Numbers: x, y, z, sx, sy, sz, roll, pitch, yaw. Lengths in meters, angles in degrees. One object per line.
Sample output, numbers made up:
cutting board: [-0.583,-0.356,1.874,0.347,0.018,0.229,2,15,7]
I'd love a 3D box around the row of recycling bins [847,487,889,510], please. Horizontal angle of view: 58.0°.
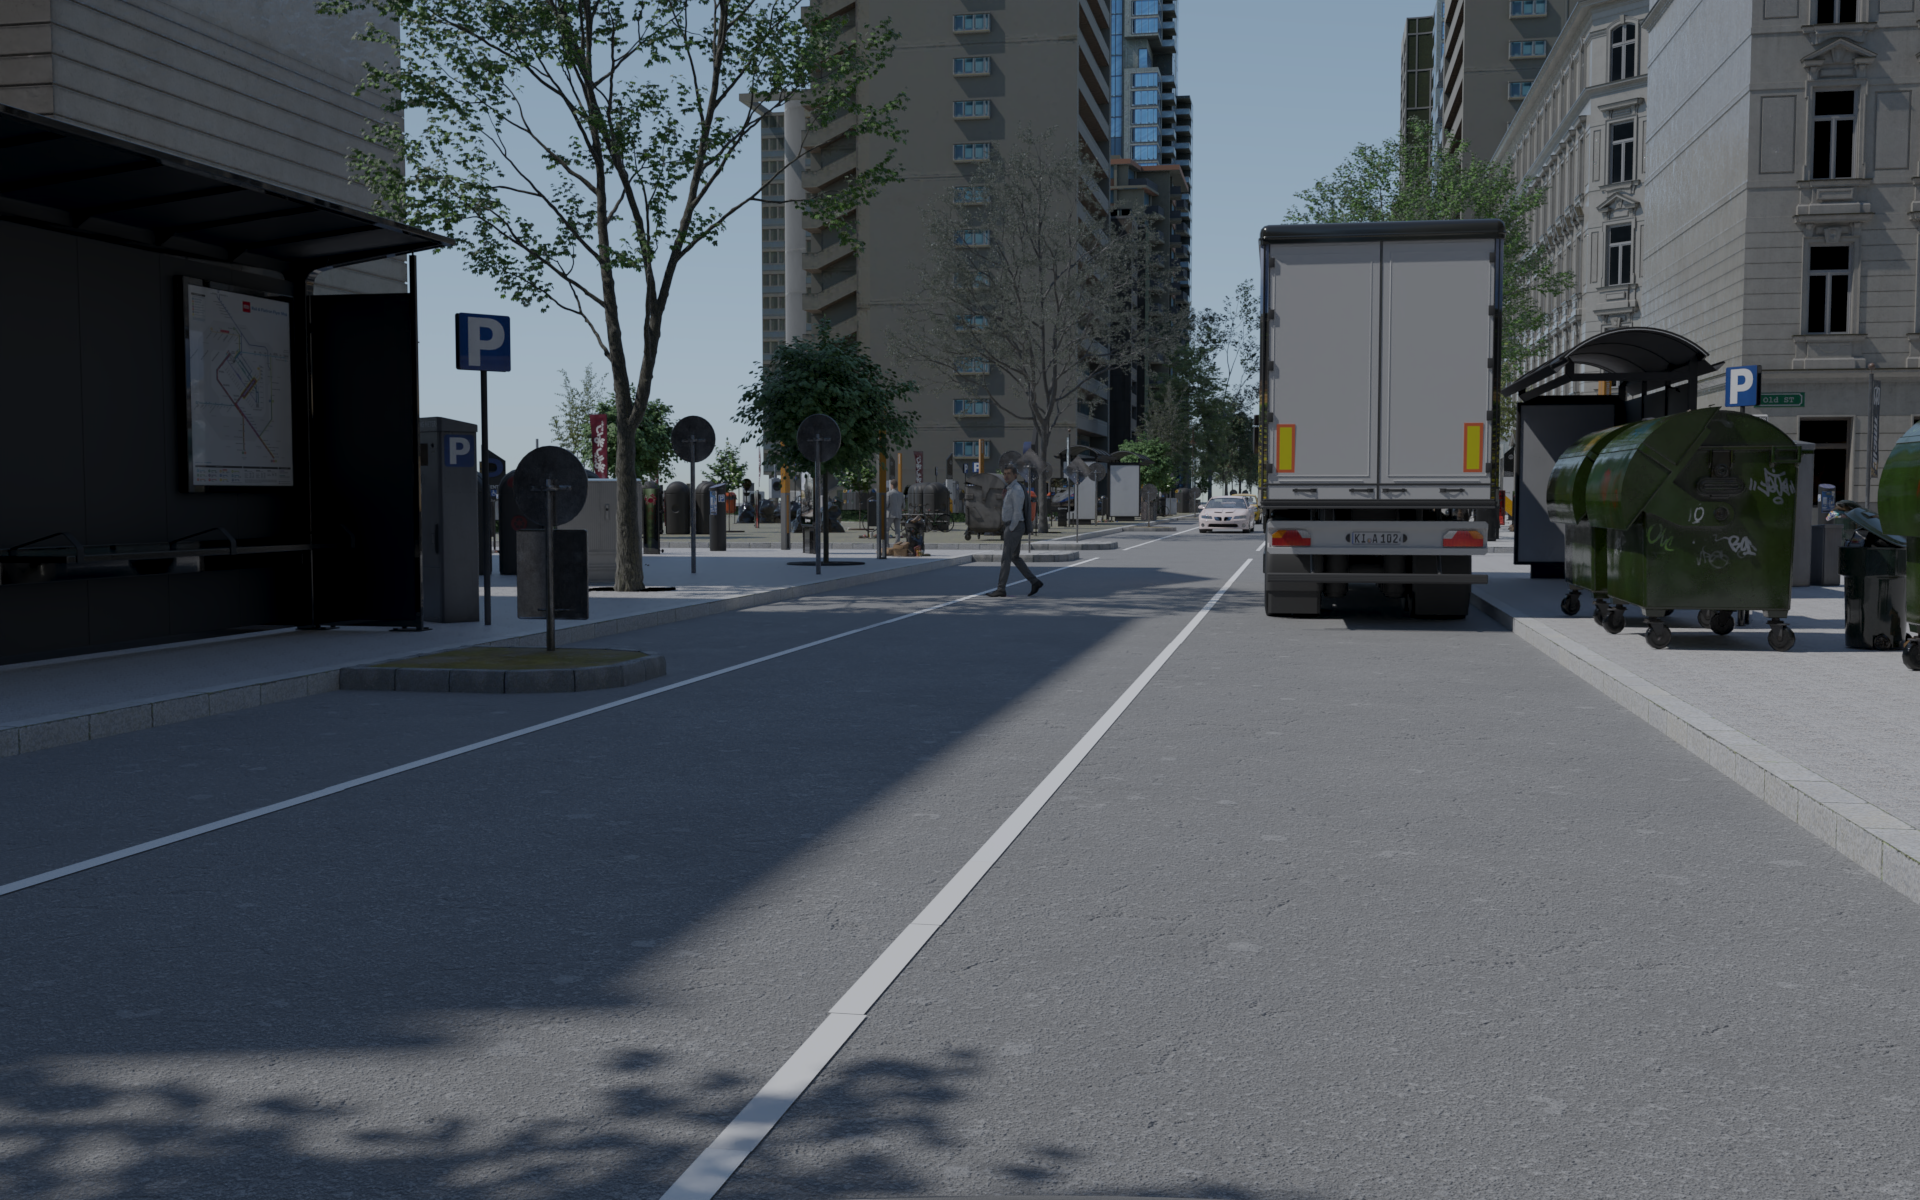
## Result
row of recycling bins: [-5.278,-6.050,106.034,1.069,1.692,3.534,2,4,33]

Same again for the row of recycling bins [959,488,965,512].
row of recycling bins: [1.047,-6.733,117.191,3.534,1.692,1.069,-2,4,-28]

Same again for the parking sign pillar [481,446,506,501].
parking sign pillar: [-25.359,-6.467,94.215,1.447,3.967,1.447,-1,4,-14]

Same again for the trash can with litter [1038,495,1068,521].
trash can with litter: [4.189,-4.722,88.264,2.233,1.210,1.678,-2,4,-25]

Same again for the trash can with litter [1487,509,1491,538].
trash can with litter: [15.086,-2.369,50.127,0.624,1.170,1.055,-1,4,-17]

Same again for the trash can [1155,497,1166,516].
trash can: [11.587,-5.403,99.986,0.748,1.137,0.748,0,3,0]

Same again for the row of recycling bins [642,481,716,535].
row of recycling bins: [-9.379,-2.937,55.130,3.534,1.692,1.069,0,4,2]

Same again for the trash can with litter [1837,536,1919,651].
trash can with litter: [7.784,-0.172,14.194,0.624,1.170,1.055,-3,4,-37]

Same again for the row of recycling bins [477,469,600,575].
row of recycling bins: [-7.441,-1.252,27.585,3.534,1.692,1.069,-1,4,-13]

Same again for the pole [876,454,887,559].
pole: [-1.543,-2.459,34.041,0.158,3.312,0.155,0,3,0]

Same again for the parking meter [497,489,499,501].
parking meter: [-18.677,-3.800,70.546,0.372,1.533,0.369,0,3,0]

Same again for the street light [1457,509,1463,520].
street light: [10.303,-3.839,35.549,0.468,5.910,1.993,1,4,11]

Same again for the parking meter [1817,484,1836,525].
parking meter: [21.143,-2.071,42.276,0.372,1.533,0.369,0,3,0]

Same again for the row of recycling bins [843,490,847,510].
row of recycling bins: [-6.747,-6.328,110.575,1.069,1.692,3.534,-1,4,-15]

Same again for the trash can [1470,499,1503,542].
trash can: [14.323,-2.161,46.992,0.748,1.137,0.748,0,3,0]

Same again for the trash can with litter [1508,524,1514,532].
trash can with litter: [18.855,-2.879,58.460,0.624,1.170,1.055,-1,4,-14]

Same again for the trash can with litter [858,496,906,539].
trash can with litter: [-2.099,-2.405,50.372,2.233,1.210,1.678,-3,5,-41]

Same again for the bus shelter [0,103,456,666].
bus shelter: [-6.095,-1.343,13.236,1.731,3.624,6.357,1,4,11]

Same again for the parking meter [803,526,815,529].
parking meter: [-4.510,-2.643,51.620,0.372,1.533,0.369,0,3,0]

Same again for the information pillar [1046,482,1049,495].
information pillar: [5.227,-6.167,105.319,0.304,2.012,0.304,-1,4,-10]

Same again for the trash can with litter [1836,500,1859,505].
trash can with litter: [16.736,-1.277,32.259,1.055,1.170,0.624,-1,4,-22]

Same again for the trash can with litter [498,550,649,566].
trash can with litter: [-6.782,-1.215,30.916,2.233,1.210,1.678,2,4,32]

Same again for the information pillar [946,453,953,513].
information pillar: [-0.592,-6.525,98.034,0.183,3.616,0.504,3,5,42]

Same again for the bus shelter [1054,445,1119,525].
bus shelter: [5.390,-4.905,74.118,2.014,3.302,5.546,1,4,11]

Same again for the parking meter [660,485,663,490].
parking meter: [-18.738,-6.263,108.114,0.399,1.863,0.255,2,4,34]

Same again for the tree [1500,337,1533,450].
tree: [23.172,-7.690,76.095,4.737,8.622,4.395,0,3,0]

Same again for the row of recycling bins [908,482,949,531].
row of recycling bins: [-1.183,-3.347,61.836,1.069,1.692,3.534,-1,4,-13]

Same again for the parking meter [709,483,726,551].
parking meter: [-5.450,-1.869,38.976,0.372,1.533,0.369,0,3,0]

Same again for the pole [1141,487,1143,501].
pole: [11.396,-6.973,107.844,0.158,3.312,0.155,0,3,0]

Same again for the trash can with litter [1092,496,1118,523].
trash can with litter: [6.347,-4.140,78.739,1.678,1.210,2.233,2,4,26]

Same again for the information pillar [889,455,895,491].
information pillar: [-3.968,-6.719,101.211,0.183,3.616,0.504,2,4,35]

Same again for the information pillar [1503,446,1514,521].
information pillar: [26.435,-5.630,83.411,0.504,3.616,0.183,1,4,17]

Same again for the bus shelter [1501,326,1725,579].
bus shelter: [8.703,-1.820,23.674,2.014,3.302,5.546,1,4,11]

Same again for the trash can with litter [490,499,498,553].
trash can with litter: [-10.110,-1.633,37.758,2.233,1.210,1.678,2,4,24]

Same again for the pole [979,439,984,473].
pole: [0.800,-4.321,64.492,0.158,3.312,0.155,0,3,0]

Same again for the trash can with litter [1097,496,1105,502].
trash can with litter: [9.078,-6.221,113.104,0.624,1.170,1.055,-2,4,-25]

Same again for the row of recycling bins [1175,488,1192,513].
row of recycling bins: [15.303,-6.805,118.378,1.069,1.692,3.534,0,4,2]

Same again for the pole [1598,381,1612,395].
pole: [10.937,-2.178,29.461,0.158,3.312,0.155,0,3,0]

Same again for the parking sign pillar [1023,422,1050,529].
parking sign pillar: [2.625,-4.619,63.995,1.447,3.967,1.447,0,4,8]

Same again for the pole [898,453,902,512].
pole: [-2.998,-5.681,86.726,0.158,3.312,0.155,0,3,0]

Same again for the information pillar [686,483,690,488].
information pillar: [-18.476,-6.953,118.179,0.304,2.012,0.304,1,4,13]

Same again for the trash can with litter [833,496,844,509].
trash can with litter: [-6.670,-5.316,98.299,1.055,1.170,0.624,2,4,29]

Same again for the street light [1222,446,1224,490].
street light: [25.060,-11.750,164.907,0.468,5.910,1.993,1,4,11]

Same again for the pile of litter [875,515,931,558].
pile of litter: [-1.166,-1.339,35.863,1.176,0.858,1.719,0,4,5]

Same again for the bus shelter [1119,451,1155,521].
bus shelter: [8.150,-5.481,83.530,2.014,3.302,5.546,1,4,11]

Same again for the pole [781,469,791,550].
pole: [-4.003,-2.805,39.697,0.158,3.312,0.155,0,3,0]

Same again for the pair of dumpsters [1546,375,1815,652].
pair of dumpsters: [6.568,-0.834,16.128,1.574,2.255,4.437,1,4,11]

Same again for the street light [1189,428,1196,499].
street light: [16.343,-9.098,121.538,0.468,5.910,1.993,1,4,11]
